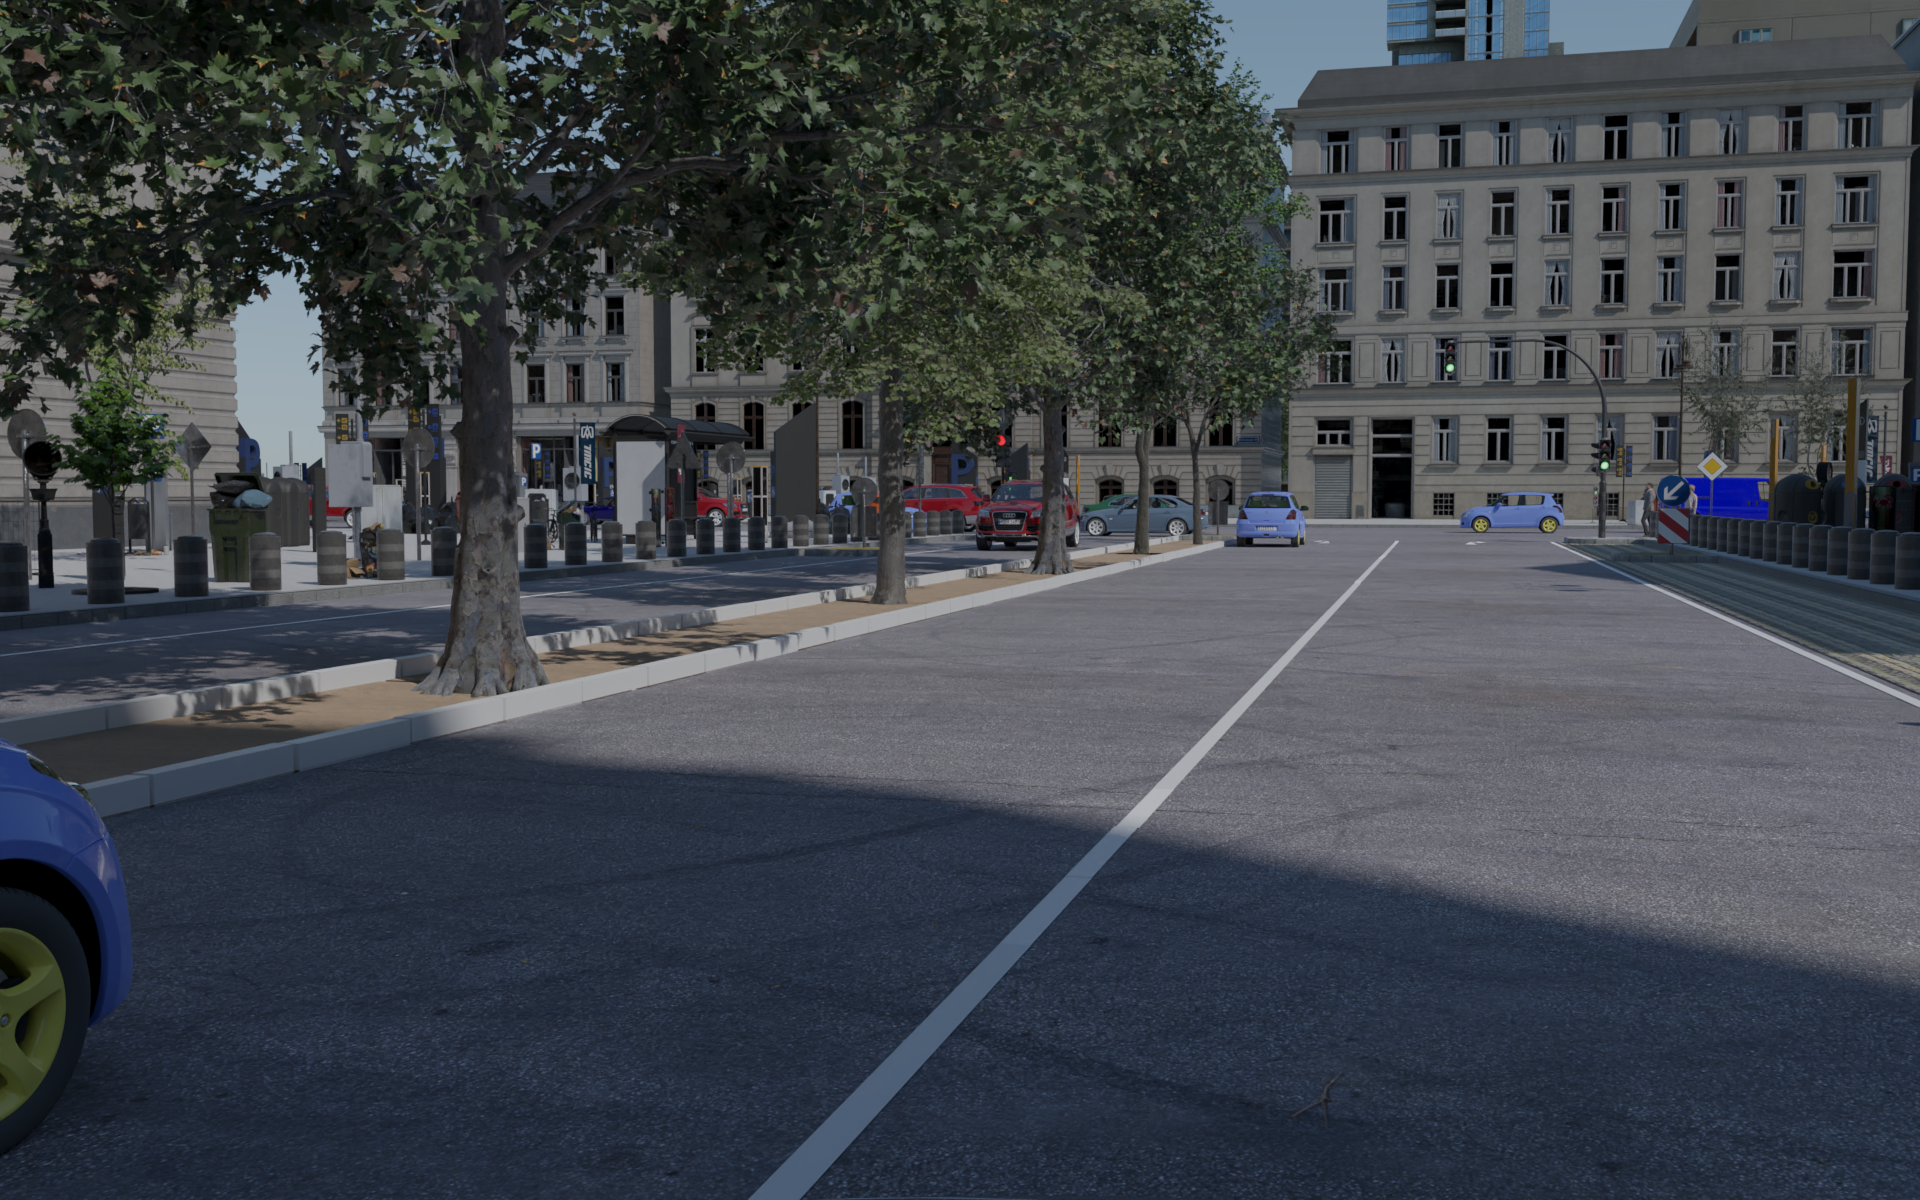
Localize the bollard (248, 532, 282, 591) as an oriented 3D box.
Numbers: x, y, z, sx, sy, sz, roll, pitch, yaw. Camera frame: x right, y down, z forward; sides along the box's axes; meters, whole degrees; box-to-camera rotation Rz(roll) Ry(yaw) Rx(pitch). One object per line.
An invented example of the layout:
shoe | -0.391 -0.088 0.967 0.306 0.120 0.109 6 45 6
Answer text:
bollard | -9.267 -0.513 23.097 0.404 0.777 0.398 0 3 0

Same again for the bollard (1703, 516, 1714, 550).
bollard | 17.429 -1.539 39.878 0.404 0.777 0.398 0 3 0

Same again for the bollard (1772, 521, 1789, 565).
bollard | 15.121 -1.032 31.585 0.404 0.777 0.398 0 3 0

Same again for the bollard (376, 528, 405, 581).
bollard | -8.499 -0.681 25.852 0.404 0.777 0.398 0 3 0

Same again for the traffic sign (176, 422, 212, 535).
traffic sign | -12.329 -1.629 27.823 0.795 2.450 0.064 1 4 21

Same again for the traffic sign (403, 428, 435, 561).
traffic sign | -10.441 -2.034 33.363 0.768 2.556 0.104 2 4 23

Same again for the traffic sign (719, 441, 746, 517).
traffic sign | -5.536 -2.561 41.970 0.768 2.556 0.104 2 4 25

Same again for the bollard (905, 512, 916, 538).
bollard | -1.606 -2.197 50.635 0.404 0.777 0.398 0 3 0

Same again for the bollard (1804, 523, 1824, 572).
bollard | 14.356 -0.863 28.831 0.404 0.777 0.398 0 3 0

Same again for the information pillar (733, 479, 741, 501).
information pillar | -10.636 -4.778 82.615 0.304 2.012 0.304 2 4 30

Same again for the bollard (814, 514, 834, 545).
bollard | -3.514 -1.777 43.768 0.404 0.777 0.398 0 3 0

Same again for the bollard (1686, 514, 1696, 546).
bollard | 18.198 -1.708 42.636 0.404 0.777 0.398 0 3 0

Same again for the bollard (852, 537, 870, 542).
bollard | -2.750 -1.945 46.514 0.404 0.777 0.398 0 3 0

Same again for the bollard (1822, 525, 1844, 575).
bollard | 13.972 -0.779 27.448 0.404 0.777 0.398 0 3 0

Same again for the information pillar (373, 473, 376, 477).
information pillar | -20.104 -3.344 59.172 0.304 2.012 0.304 0 4 -7

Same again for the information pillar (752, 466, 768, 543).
information pillar | -5.235 -2.498 45.334 0.304 2.012 0.304 2 4 24

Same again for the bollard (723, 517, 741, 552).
bollard | -5.044 -1.441 38.274 0.404 0.777 0.398 0 3 0

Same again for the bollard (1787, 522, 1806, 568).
bollard | 14.743 -0.948 30.211 0.404 0.777 0.398 0 3 0

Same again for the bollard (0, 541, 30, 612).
bollard | -10.419 -0.260 18.960 0.404 0.777 0.398 0 3 0

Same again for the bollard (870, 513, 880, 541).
bollard | -2.365 -2.029 47.887 0.404 0.777 0.398 0 3 0

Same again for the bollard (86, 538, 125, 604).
bollard | -10.033 -0.343 20.332 0.404 0.777 0.398 0 3 0

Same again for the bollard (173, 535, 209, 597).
bollard | -9.645 -0.428 21.722 0.404 0.777 0.398 0 3 0

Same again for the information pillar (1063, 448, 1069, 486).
information pillar | 5.393 -5.952 88.664 0.183 3.616 0.504 2 4 35

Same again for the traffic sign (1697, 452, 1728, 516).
traffic sign | 20.668 -2.841 47.633 0.795 2.450 0.064 1 4 22

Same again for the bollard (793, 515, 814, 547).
bollard | -3.898 -1.693 42.395 0.404 0.777 0.398 0 3 0

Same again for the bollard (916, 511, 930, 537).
bollard | -1.220 -2.281 52.007 0.404 0.777 0.398 0 3 0

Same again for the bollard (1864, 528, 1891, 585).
bollard | 13.209 -0.611 24.699 0.404 0.777 0.398 0 3 0

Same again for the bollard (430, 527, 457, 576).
bollard | -8.111 -0.765 27.232 0.404 0.777 0.398 0 3 0

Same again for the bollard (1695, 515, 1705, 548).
bollard | 17.812 -1.623 41.258 0.404 0.777 0.398 0 3 0

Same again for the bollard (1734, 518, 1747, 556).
bollard | 16.274 -1.284 35.718 0.404 0.777 0.398 0 3 0

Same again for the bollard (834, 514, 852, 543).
bollard | -3.131 -1.861 45.141 0.404 0.777 0.398 0 3 0

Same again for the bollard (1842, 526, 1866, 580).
bollard | 13.592 -0.694 26.072 0.404 0.777 0.398 0 3 0

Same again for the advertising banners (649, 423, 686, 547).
advertising banners | -7.111 -2.820 42.292 0.090 3.025 2.074 1 4 15

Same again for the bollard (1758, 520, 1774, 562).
bollard | 15.507 -1.116 32.966 0.404 0.777 0.398 0 3 0

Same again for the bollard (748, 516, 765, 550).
bollard | -4.661 -1.525 39.647 0.404 0.777 0.398 0 3 0

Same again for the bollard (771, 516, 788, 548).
bollard | -4.278 -1.609 41.020 0.404 0.777 0.398 0 3 0

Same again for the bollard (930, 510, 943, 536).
bollard | -0.840 -2.365 53.381 0.404 0.777 0.398 0 3 0

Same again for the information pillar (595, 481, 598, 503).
information pillar | -19.812 -5.545 95.150 0.304 2.012 0.304 2 4 29

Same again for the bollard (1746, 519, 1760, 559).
bollard | 15.888 -1.201 34.346 0.404 0.777 0.398 0 3 0

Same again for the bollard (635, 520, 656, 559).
bollard | -6.193 -1.188 34.135 0.404 0.777 0.398 0 3 0

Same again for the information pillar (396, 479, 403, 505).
information pillar | -28.049 -5.027 86.682 0.304 2.012 0.304 -2 4 -25

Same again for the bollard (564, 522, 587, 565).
bollard | -6.963 -1.019 31.373 0.404 0.777 0.398 0 3 0

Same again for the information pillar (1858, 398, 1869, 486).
information pillar | 21.996 -3.126 42.473 0.183 3.616 0.504 -2 4 -34

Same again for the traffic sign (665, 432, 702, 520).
traffic sign | -5.806 -2.218 36.261 0.884 2.594 0.081 1 4 23

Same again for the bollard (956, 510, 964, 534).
bollard | -0.075 -2.533 56.128 0.404 0.777 0.398 0 3 0

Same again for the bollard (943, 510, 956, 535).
bollard | -0.460 -2.449 54.755 0.404 0.777 0.398 0 3 0

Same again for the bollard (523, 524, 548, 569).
bollard | -7.349 -0.934 29.989 0.404 0.777 0.398 0 3 0

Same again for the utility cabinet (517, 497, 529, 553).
utility cabinet | -9.739 -1.643 38.018 0.306 1.237 1.020 0 4 4

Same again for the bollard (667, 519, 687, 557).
bollard | -5.812 -1.272 35.515 0.404 0.777 0.398 0 3 0

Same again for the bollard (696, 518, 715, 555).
bollard | -5.423 -1.357 36.900 0.404 0.777 0.398 0 3 0

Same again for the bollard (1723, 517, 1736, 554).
bollard | 16.653 -1.369 37.094 0.404 0.777 0.398 0 3 0

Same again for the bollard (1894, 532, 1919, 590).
bollard | 12.823 -0.526 23.322 0.404 0.777 0.398 0 3 0

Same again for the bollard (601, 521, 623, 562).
bollard | -6.578 -1.103 32.745 0.404 0.777 0.398 0 3 0

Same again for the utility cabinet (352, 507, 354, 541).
utility cabinet | -15.896 -2.279 45.938 0.318 1.500 1.173 -2 4 -28

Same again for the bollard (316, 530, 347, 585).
bollard | -8.880 -0.597 24.479 0.404 0.777 0.398 0 3 0

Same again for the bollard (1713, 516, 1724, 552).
bollard | 17.047 -1.454 38.494 0.404 0.777 0.398 0 3 0

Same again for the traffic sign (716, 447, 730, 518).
traffic sign | -5.859 -2.678 43.891 0.768 2.556 0.104 1 4 22

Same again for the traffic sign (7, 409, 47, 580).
traffic sign | -13.911 -1.572 25.805 0.768 2.556 0.104 1 4 20

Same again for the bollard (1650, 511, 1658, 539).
bollard | 20.500 -2.214 50.919 0.404 0.777 0.398 0 3 0

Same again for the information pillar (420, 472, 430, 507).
information pillar | -17.903 -3.272 57.993 0.304 2.012 0.304 -1 4 -15
